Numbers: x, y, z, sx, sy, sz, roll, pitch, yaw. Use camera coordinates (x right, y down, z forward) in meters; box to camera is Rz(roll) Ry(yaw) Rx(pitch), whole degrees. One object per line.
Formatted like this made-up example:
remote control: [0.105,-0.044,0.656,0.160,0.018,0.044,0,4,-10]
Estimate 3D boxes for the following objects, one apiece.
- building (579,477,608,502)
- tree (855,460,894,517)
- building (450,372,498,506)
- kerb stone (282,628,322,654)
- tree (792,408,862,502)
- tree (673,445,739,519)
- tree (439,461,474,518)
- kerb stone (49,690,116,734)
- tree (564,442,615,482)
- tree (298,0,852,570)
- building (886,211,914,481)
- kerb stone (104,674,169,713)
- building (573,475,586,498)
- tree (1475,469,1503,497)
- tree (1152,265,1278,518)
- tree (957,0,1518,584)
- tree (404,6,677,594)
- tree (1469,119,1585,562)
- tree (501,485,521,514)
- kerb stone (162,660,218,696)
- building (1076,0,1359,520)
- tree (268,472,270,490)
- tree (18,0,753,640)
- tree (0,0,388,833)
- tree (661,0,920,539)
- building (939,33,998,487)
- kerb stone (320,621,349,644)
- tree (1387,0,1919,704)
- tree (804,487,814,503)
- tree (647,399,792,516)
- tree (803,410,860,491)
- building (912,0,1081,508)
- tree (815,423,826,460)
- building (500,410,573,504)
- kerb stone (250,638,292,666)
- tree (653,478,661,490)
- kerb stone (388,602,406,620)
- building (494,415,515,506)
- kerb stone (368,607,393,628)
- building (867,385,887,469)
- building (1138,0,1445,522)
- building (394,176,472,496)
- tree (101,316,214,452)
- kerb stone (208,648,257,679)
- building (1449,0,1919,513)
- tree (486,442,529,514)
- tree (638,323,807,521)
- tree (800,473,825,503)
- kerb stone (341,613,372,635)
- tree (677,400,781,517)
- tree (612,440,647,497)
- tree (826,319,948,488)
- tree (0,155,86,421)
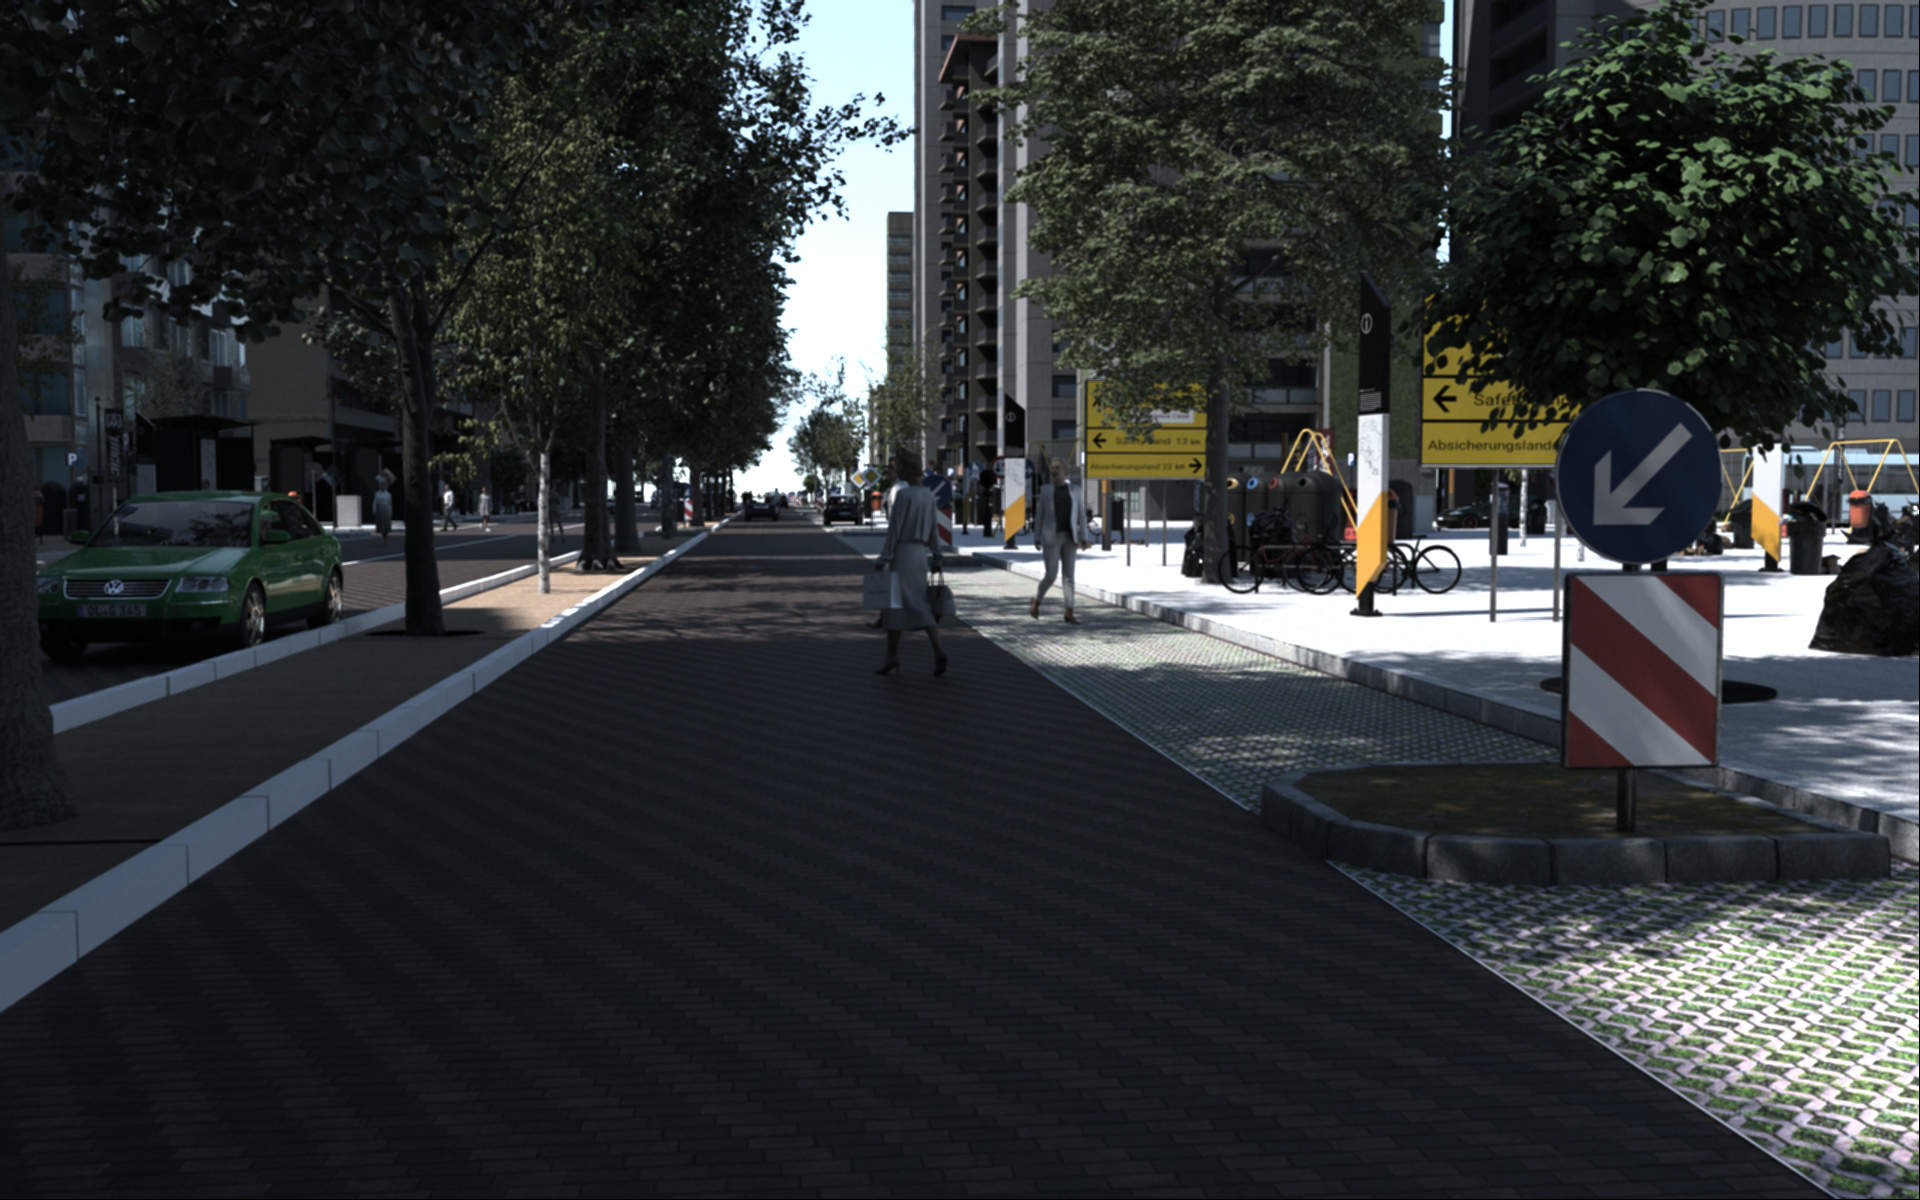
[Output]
building: [-65.393,-36.638,282.620,14.154,41.232,14.086,0,4,-6]
tree: [-4.542,-6.310,97.768,1.663,3.219,1.824,0,3,0]
building: [-54.326,-31.911,171.847,14.600,45.320,14.200,0,4,-6]
kerb stone: [-6.030,0.393,15.774,0.120,0.150,1.000,0,4,-6]
tree: [-14.448,-15.426,186.626,8.767,10.594,7.601,-2,4,-34]
tree: [-14.224,-8.929,98.804,4.360,8.622,3.978,0,3,0]
tree: [-26.482,-5.926,91.486,1.663,3.219,1.824,0,3,0]
kerb stone: [-5.475,0.704,10.679,0.120,0.150,1.000,0,4,-6]
tree: [-36.624,-15.409,170.058,7.486,12.596,7.792,0,3,0]
tree: [-6.850,-6.903,32.328,9.611,12.733,9.660,0,3,0]
building: [-3.857,-34.802,252.604,14.154,41.232,14.086,0,4,-6]
kerb stone: [-5.594,0.643,11.695,0.120,0.150,1.000,0,4,-6]
building: [-69.034,-39.143,259.589,23.786,49.044,30.456,0,4,-6]
tree: [24.833,-5.400,82.890,1.663,3.219,1.824,0,3,0]
tree: [7.594,-6.356,54.286,4.360,8.622,3.978,0,3,0]
tree: [3.815,-6.483,24.117,7.486,12.596,7.792,0,3,0]
tree: [-6.011,-4.399,24.744,4.737,8.622,4.395,0,3,0]
tree: [11.540,-5.030,32.595,4.737,8.622,4.395,0,3,0]
tree: [-29.487,-7.295,113.873,1.663,3.219,1.824,0,3,0]
kerb stone: [-5.692,0.585,12.713,0.120,0.150,1.000,0,4,-6]
building: [13.766,-25.524,100.904,14.154,41.232,14.086,0,4,-6]
tree: [-31.817,-5.344,81.970,1.663,3.219,1.824,0,3,0]
tree: [-5.527,-5.445,17.242,9.928,11.665,9.643,0,3,0]
tree: [-4.202,-5.987,6.997,9.857,13.997,8.962,0,3,0]
tree: [-7.892,-11.920,53.240,12.611,20.169,13.585,0,3,0]
building: [9.538,-31.263,165.774,22.147,44.769,28.867,0,4,-6]
kerb stone: [-6.137,0.339,16.791,0.120,0.150,1.000,0,4,-6]
tree: [4.579,-1.674,11.079,4.285,4.588,4.351,0,3,0]
tree: [-21.956,-15.899,254.545,1.663,3.219,1.824,0,3,0]
tree: [-15.736,-10.841,114.126,8.767,10.594,7.601,0,4,-6]
tree: [-11.339,-12.670,157.508,4.360,8.622,3.978,0,3,0]
building: [5.288,-39.851,193.565,21.231,58.520,28.212,0,4,-6]
tree: [-7.965,-10.550,122.860,4.737,8.622,4.395,0,3,0]
building: [-61.455,-33.927,238.292,14.154,41.232,14.086,0,4,-6]
kerb stone: [-5.912,0.458,14.749,0.120,0.150,1.000,0,4,-6]
tree: [-45.804,-17.318,266.860,4.285,4.588,4.351,0,3,0]
kerb stone: [-6.479,0.145,19.839,0.120,0.150,1.000,0,4,-6]
building: [-59.238,-45.856,187.998,20.563,71.187,20.611,0,4,-6]
kerb stone: [-6.362,0.206,18.823,0.120,0.150,1.000,0,4,-6]
building: [-0.901,-27.177,289.389,27.650,21.520,28.899,0,4,-6]
building: [14.405,-24.543,84.869,14.086,41.232,14.154,0,4,-6]
building: [-58.160,-34.314,150.270,28.713,52.752,27.495,0,4,-6]
tree: [-31.995,-7.309,69.866,4.360,8.622,3.978,0,3,0]
kerb stone: [-5.804,0.518,13.733,0.120,0.150,1.000,0,4,-6]
building: [42.948,-33.606,91.462,28.212,58.520,21.231,0,4,-6]
tree: [-28.787,-7.711,109.793,4.285,4.588,4.351,0,3,0]
tree: [-13.179,-10.854,90.289,12.009,13.543,11.850,0,3,0]
tree: [-20.600,-15.734,240.960,4.285,4.588,4.351,0,3,0]
kerb stone: [-6.247,0.268,17.807,0.120,0.150,1.000,0,4,-6]
tree: [-14.846,-11.342,106.021,7.486,12.596,7.792,0,3,0]
tree: [-39.044,-15.987,195.804,8.767,10.594,7.601,0,4,6]
tree: [-2.305,-7.433,71.891,4.737,8.622,4.395,0,3,0]
tree: [-20.941,-5.277,36.650,4.737,8.622,4.395,0,3,0]
